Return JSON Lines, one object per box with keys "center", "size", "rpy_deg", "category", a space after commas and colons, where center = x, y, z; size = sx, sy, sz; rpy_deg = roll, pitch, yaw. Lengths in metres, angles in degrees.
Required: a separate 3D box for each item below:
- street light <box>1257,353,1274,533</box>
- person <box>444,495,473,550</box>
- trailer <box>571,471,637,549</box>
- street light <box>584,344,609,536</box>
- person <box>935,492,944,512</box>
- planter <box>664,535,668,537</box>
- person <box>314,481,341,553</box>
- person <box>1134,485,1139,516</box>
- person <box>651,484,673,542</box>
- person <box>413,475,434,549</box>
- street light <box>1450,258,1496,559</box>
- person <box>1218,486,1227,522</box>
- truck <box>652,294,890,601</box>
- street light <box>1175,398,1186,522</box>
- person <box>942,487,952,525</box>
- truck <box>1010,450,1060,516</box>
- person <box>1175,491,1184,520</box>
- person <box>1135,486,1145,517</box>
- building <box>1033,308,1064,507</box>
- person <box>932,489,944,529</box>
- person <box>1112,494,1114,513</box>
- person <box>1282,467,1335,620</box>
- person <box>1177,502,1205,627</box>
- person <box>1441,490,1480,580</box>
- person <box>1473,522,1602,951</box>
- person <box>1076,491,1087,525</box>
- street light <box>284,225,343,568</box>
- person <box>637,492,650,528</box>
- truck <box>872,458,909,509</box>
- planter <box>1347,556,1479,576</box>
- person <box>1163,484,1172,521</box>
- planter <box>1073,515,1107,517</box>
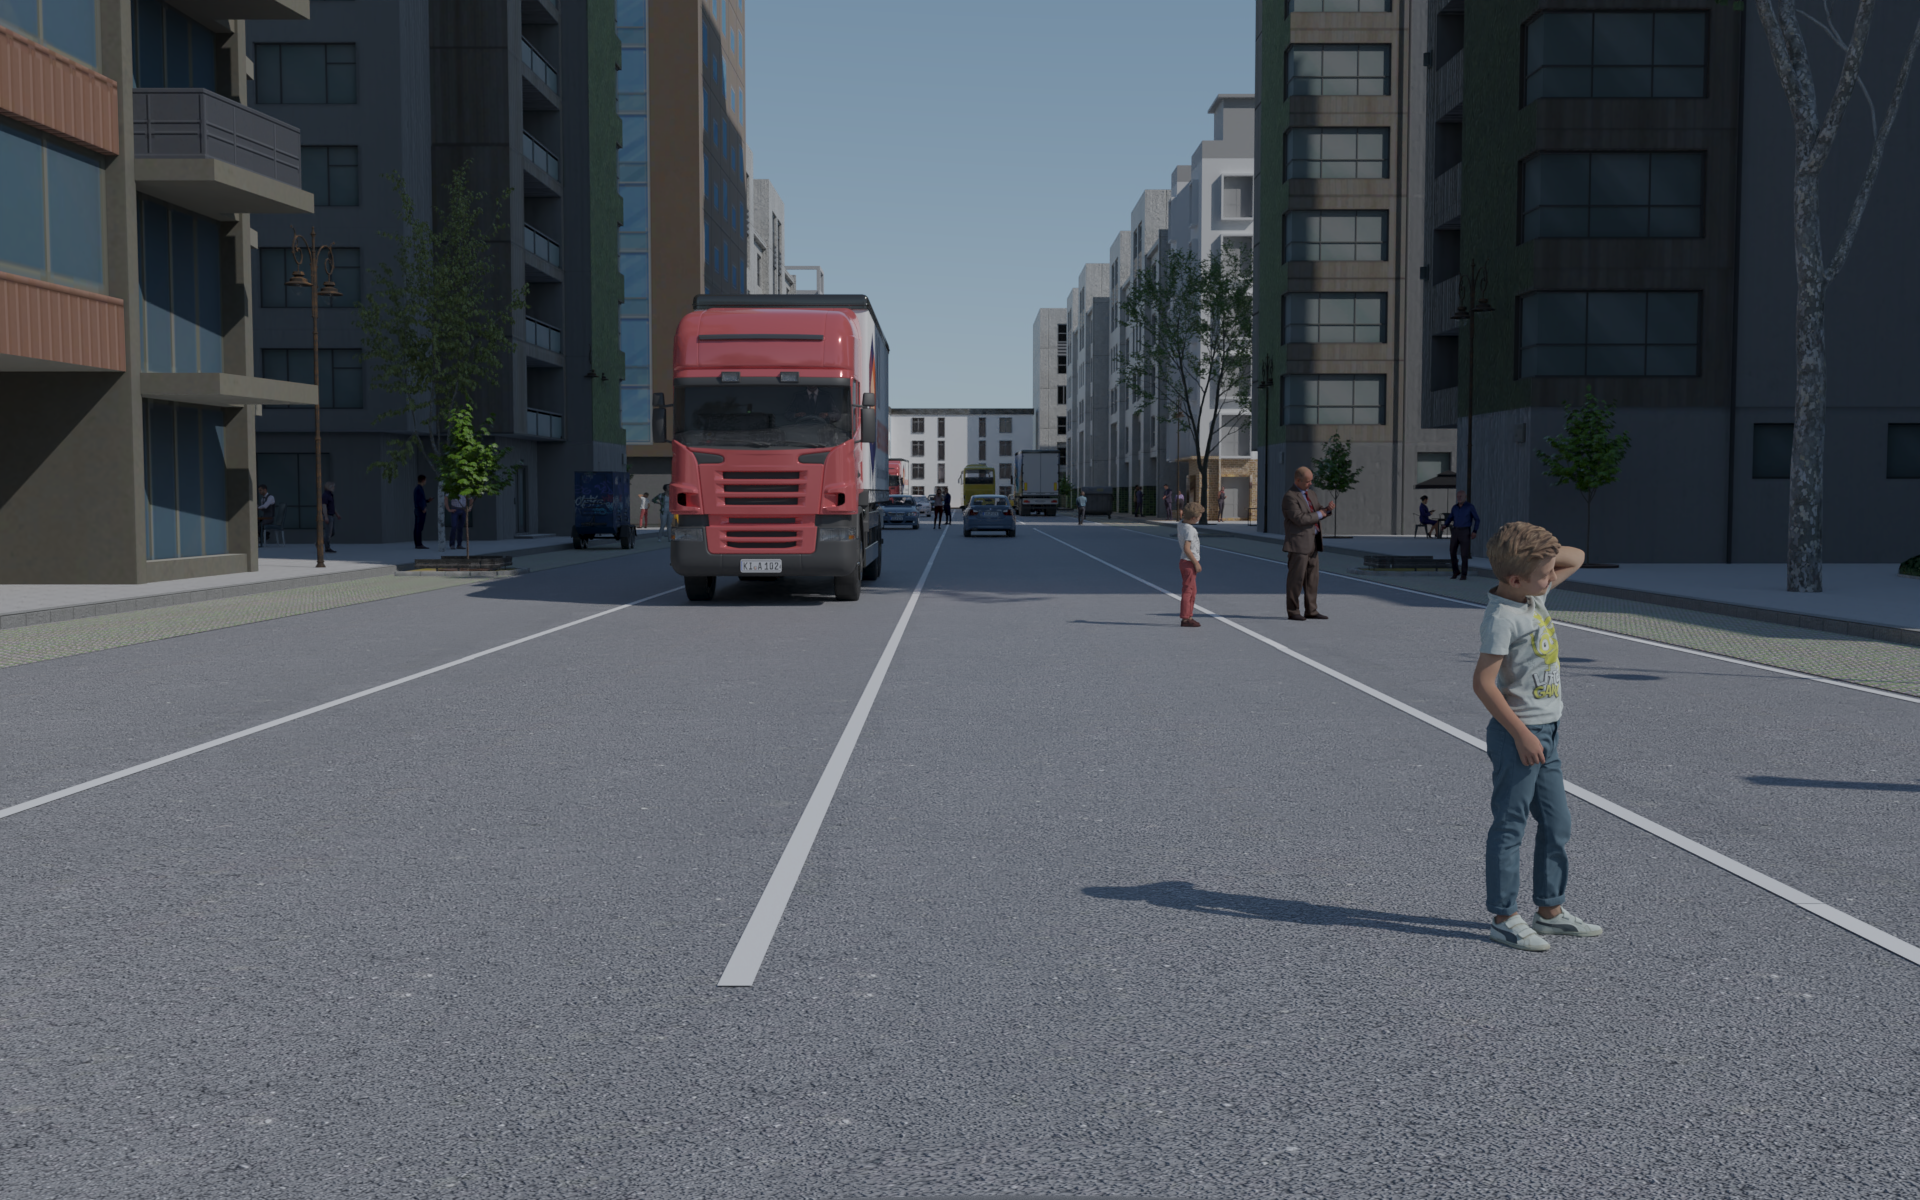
{"center": [10.096, -5.152, 57.027], "size": [0.468, 5.910, 1.993], "rpy_deg": [0, 3, 0], "category": "street light"}
{"center": [-11.630, -2.039, 40.315], "size": [0.756, 1.711, 0.436], "rpy_deg": [-3, 4, -38], "category": "person"}
{"center": [-9.193, -2.268, 44.131], "size": [1.471, 1.999, 3.904], "rpy_deg": [0, 4, -2], "category": "trailer"}
{"center": [-11.094, -4.905, 52.984], "size": [0.468, 5.910, 1.993], "rpy_deg": [0, 3, 0], "category": "street light"}
{"center": [-1.608, -7.706, 135.301], "size": [0.445, 1.727, 0.742], "rpy_deg": [3, 5, 42], "category": "person"}
{"center": [-8.779, -2.266, 58.184], "size": [1.991, 0.319, 1.994], "rpy_deg": [0, 3, 0], "category": "planter"}
{"center": [-13.744, -1.795, 37.606], "size": [0.471, 1.553, 0.569], "rpy_deg": [1, 4, 21], "category": "person"}
{"center": [10.146, -5.684, 99.071], "size": [0.705, 1.812, 1.348], "rpy_deg": [1, 4, 9], "category": "person"}
{"center": [-8.743, -2.588, 51.536], "size": [0.841, 1.734, 0.376], "rpy_deg": [-2, 4, -31], "category": "person"}
{"center": [-12.580, -2.070, 40.586], "size": [0.504, 1.737, 0.576], "rpy_deg": [-2, 4, -33], "category": "person"}
{"center": [10.057, -3.751, 34.122], "size": [0.468, 5.910, 1.993], "rpy_deg": [0, 3, 0], "category": "street light"}
{"center": [11.987, -4.387, 79.236], "size": [0.415, 1.643, 0.593], "rpy_deg": [1, 4, 11], "category": "person"}
{"center": [-2.515, -2.305, 26.603], "size": [2.839, 4.237, 11.283], "rpy_deg": [0, 4, 0], "category": "truck"}
{"center": [10.076, -6.553, 79.933], "size": [0.468, 5.910, 1.993], "rpy_deg": [0, 3, 0], "category": "street light"}
{"center": [-0.652, -4.383, 80.865], "size": [0.504, 1.737, 0.576], "rpy_deg": [-2, 4, -35], "category": "person"}
{"center": [5.001, -7.741, 115.472], "size": [2.839, 4.237, 11.283], "rpy_deg": [0, 4, -1], "category": "truck"}
{"center": [10.475, -4.490, 82.682], "size": [0.421, 1.427, 0.697], "rpy_deg": [0, 4, 4], "category": "person"}
{"center": [10.040, -5.481, 96.569], "size": [0.530, 1.710, 0.541], "rpy_deg": [-1, 4, -16], "category": "person"}
{"center": [23.343, -18.756, 173.112], "size": [31.486, 18.905, 16.747], "rpy_deg": [0, 3, 0], "category": "building"}
{"center": [-0.878, -3.748, 71.247], "size": [0.517, 1.644, 0.566], "rpy_deg": [2, 4, 33], "category": "person"}
{"center": [10.015, -6.682, 115.848], "size": [0.990, 1.755, 0.434], "rpy_deg": [-3, 5, -40], "category": "person"}
{"center": [3.957, -0.641, 19.664], "size": [0.600, 1.739, 0.565], "rpy_deg": [1, 4, 19], "category": "person"}
{"center": [2.507, -0.386, 18.728], "size": [0.340, 1.345, 0.435], "rpy_deg": [-1, 4, -15], "category": "person"}
{"center": [8.236, -1.074, 28.756], "size": [0.600, 1.496, 0.574], "rpy_deg": [-1, 4, -22], "category": "person"}
{"center": [1.844, 0.422, 5.507], "size": [0.340, 1.345, 0.435], "rpy_deg": [2, 4, 31], "category": "person"}
{"center": [5.609, -4.256, 80.294], "size": [0.499, 1.552, 0.429], "rpy_deg": [2, 4, 29], "category": "person"}
{"center": [-11.170, -3.504, 30.079], "size": [0.468, 5.910, 1.993], "rpy_deg": [0, 3, 0], "category": "street light"}
{"center": [-11.827, -3.345, 64.647], "size": [0.340, 1.345, 0.435], "rpy_deg": [3, 5, 40], "category": "person"}
{"center": [-5.625, -9.086, 137.475], "size": [2.839, 4.237, 11.283], "rpy_deg": [0, 4, 2], "category": "truck"}
{"center": [7.992, -0.602, 30.975], "size": [1.991, 0.319, 1.994], "rpy_deg": [0, 3, 0], "category": "planter"}
{"center": [9.999, -4.721, 83.682], "size": [0.568, 1.767, 0.683], "rpy_deg": [-3, 4, -39], "category": "person"}
{"center": [8.102, -5.331, 108.297], "size": [1.991, 0.319, 1.994], "rpy_deg": [0, 3, 0], "category": "planter"}
